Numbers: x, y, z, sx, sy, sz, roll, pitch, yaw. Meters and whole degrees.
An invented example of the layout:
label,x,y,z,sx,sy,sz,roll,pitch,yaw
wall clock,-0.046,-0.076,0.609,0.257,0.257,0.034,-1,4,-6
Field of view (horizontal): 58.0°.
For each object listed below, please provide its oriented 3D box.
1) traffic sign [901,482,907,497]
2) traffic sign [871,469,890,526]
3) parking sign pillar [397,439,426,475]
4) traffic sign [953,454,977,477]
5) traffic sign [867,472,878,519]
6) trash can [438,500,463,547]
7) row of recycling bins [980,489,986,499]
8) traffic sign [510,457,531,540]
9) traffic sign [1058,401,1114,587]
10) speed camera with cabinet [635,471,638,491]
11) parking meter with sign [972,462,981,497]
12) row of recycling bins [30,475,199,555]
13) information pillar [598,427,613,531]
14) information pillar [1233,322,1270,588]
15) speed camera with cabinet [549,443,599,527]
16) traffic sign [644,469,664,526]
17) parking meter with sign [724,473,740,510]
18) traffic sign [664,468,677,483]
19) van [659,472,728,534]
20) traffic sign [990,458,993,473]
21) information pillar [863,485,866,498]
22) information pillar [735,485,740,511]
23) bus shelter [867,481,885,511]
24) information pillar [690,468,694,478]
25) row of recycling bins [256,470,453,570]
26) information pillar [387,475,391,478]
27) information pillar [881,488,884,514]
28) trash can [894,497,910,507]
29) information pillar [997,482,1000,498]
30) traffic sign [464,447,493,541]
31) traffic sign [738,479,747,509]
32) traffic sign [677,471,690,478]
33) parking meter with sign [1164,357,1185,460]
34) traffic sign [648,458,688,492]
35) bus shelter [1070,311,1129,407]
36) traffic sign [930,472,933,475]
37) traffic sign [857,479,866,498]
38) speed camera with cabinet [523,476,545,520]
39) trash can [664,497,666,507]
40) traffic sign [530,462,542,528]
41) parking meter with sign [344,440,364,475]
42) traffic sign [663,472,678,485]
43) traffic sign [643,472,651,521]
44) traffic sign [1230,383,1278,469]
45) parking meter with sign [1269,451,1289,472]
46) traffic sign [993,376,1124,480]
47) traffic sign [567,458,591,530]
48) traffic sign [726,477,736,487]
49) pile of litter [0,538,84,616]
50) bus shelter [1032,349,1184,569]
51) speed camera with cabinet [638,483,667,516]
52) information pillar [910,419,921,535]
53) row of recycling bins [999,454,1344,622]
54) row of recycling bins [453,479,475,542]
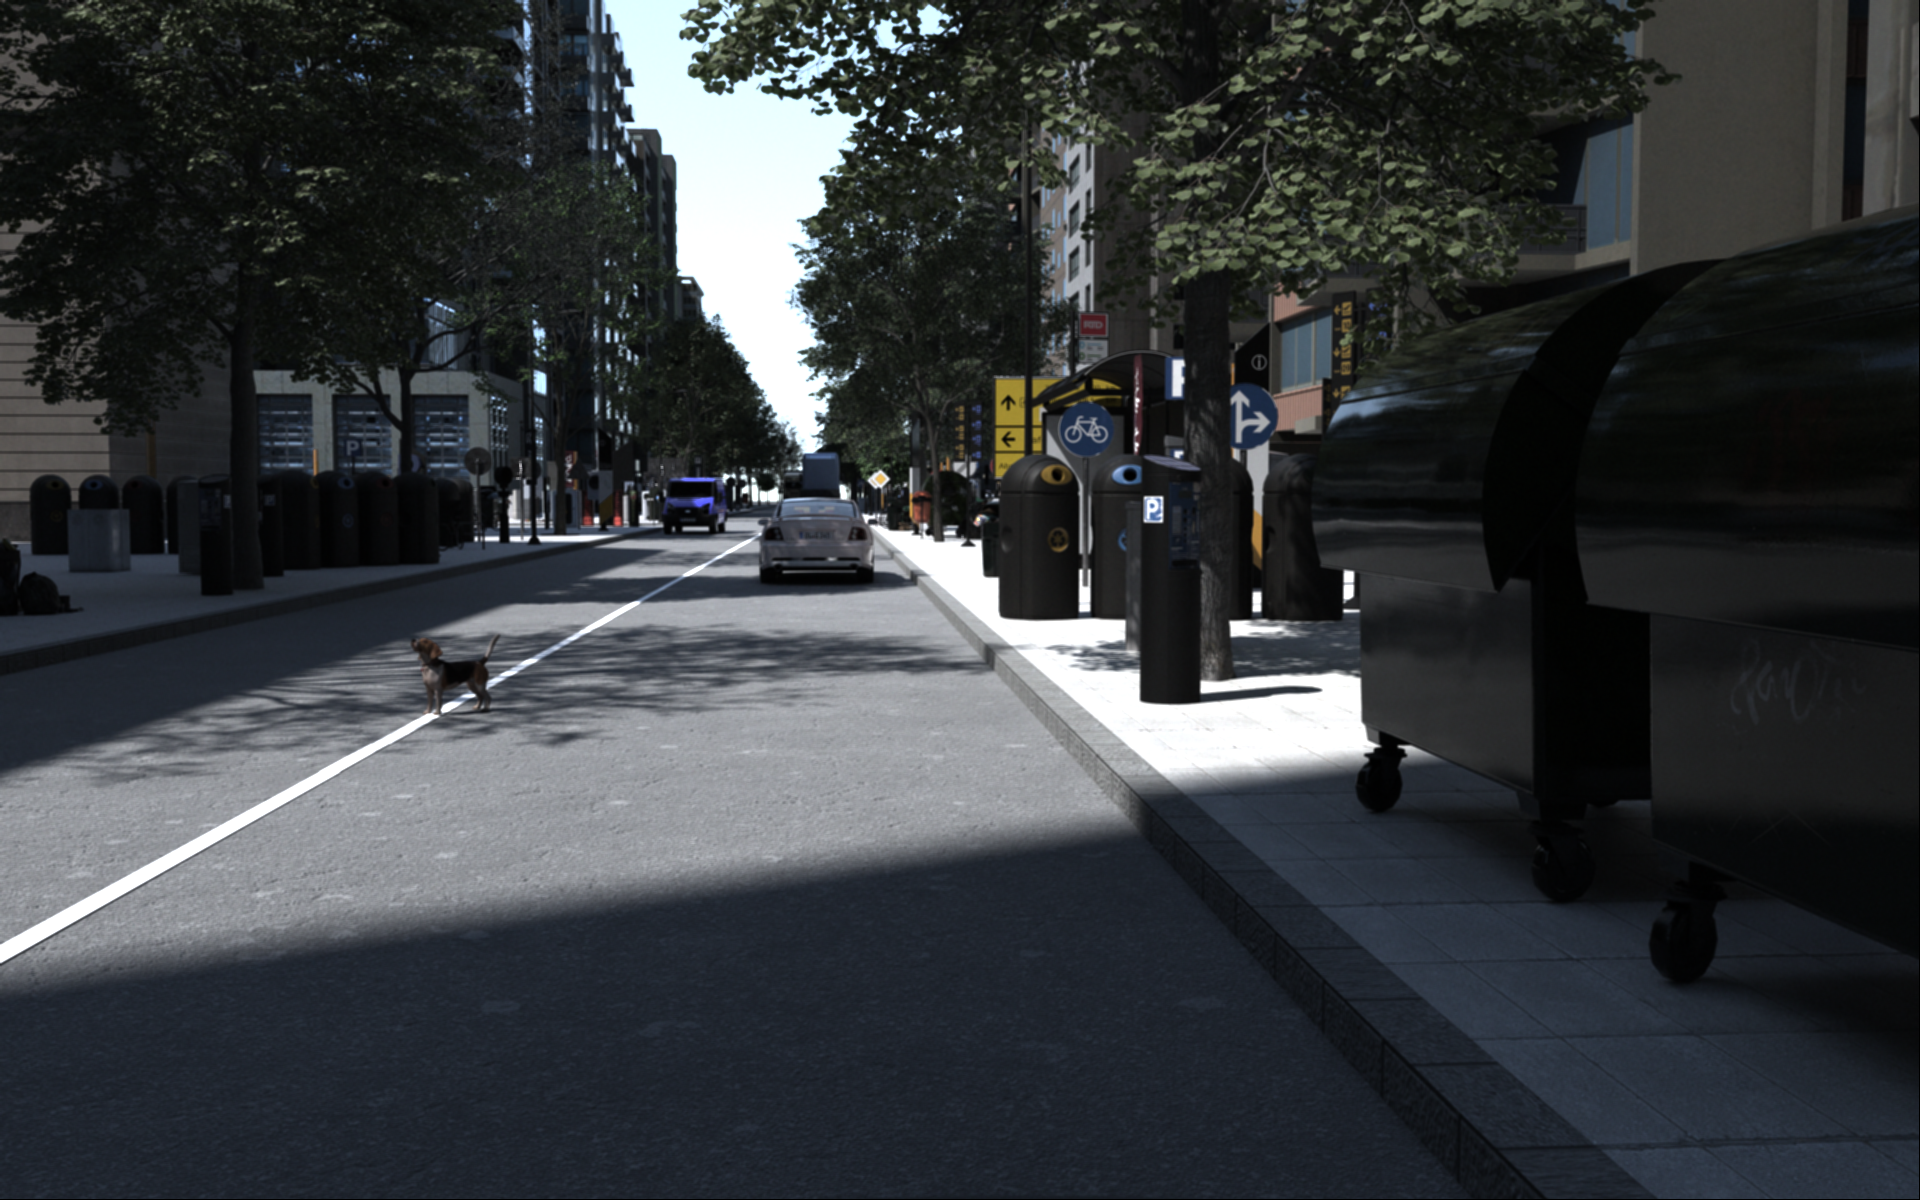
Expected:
label,x,y,z,sx,sy,sz,roll,pitch,yaw
traffic sign,-3.292,-5.834,97.508,0.606,2.300,0.079,0,4,2
traffic sign,-3.197,-4.043,69.751,0.795,2.450,0.064,0,4,-4
parking sign pillar,-26.638,-5.855,84.199,1.447,3.967,1.447,0,4,7
traffic sign,0.148,-3.350,54.879,0.768,2.556,0.104,0,4,4
traffic sign,-3.778,-4.530,77.715,0.795,2.450,0.064,0,4,-4
trash can,-12.555,-1.885,42.481,0.748,1.137,0.748,0,3,0
row of recycling bins,1.122,-7.457,129.030,1.069,1.692,3.534,2,4,30
traffic sign,-12.208,-2.820,48.231,0.606,2.300,0.079,0,4,1
traffic sign,1.737,-1.456,23.910,0.768,2.556,0.104,0,4,0
speed camera with cabinet,-27.875,-9.290,146.228,2.038,3.252,0.660,2,4,27
parking meter with sign,0.733,-5.185,81.040,0.543,3.016,1.738,1,4,9
row of recycling bins,-18.027,-1.837,37.140,3.534,1.692,1.069,-1,4,-11
information pillar,-12.369,-4.222,60.382,0.504,3.616,0.183,0,4,-3
information pillar,3.982,-1.972,23.601,0.504,3.616,0.183,0,4,-6
speed camera with cabinet,-14.645,-4.428,66.727,2.038,3.252,0.660,0,4,5
traffic sign,-12.219,-4.005,69.116,0.795,2.450,0.064,0,4,-4
parking meter with sign,-19.175,-9.023,143.789,1.738,3.016,0.543,2,4,25
traffic sign,-14.387,-5.298,86.625,0.884,2.594,0.081,0,4,-4
van,-9.700,-3.614,63.480,2.240,2.365,5.245,0,4,-3
traffic sign,1.328,-3.343,54.772,0.768,2.556,0.104,0,4,2
information pillar,-7.884,-8.504,143.535,0.304,2.012,0.304,0,4,-6
information pillar,-17.203,-7.916,133.914,0.304,2.012,0.304,-2,4,-35
bus shelter,-6.470,-9.758,137.182,2.179,5.291,8.768,0,4,-4
information pillar,-21.205,-8.912,137.067,0.504,3.616,0.183,3,4,38
row of recycling bins,-10.768,-1.445,30.745,1.069,1.692,3.534,2,4,29
information pillar,-22.544,-3.897,68.215,0.304,2.012,0.304,-1,4,-14
information pillar,-4.943,-7.300,110.703,0.183,3.616,0.504,0,4,1
trash can,-3.109,-4.650,87.684,0.748,1.137,0.748,0,3,0
information pillar,2.509,-6.337,108.109,0.304,2.012,0.304,-3,4,-37
traffic sign,-13.094,-2.874,47.099,0.768,2.556,0.104,0,4,0
traffic sign,-18.561,-9.021,147.604,0.768,2.556,0.104,0,4,-3
traffic sign,-13.717,-5.178,85.837,0.795,2.450,0.064,0,4,-4
parking meter with sign,2.947,-1.628,22.887,0.543,3.016,1.738,0,4,5
traffic sign,-16.285,-6.285,96.628,2.265,3.308,0.079,0,4,1
bus shelter,2.390,-3.551,35.683,2.179,5.291,8.768,0,4,-4
traffic sign,-1.137,-5.394,88.300,0.768,2.556,0.104,0,4,0
traffic sign,-8.372,-8.994,147.157,0.768,2.556,0.104,0,4,-3
speed camera with cabinet,-19.656,-5.360,81.978,0.660,3.252,2.038,3,5,43
trash can,-14.871,-4.720,88.823,0.748,1.137,0.748,0,3,0
traffic sign,-15.974,-3.942,64.564,0.768,2.556,0.104,0,4,1
parking meter with sign,-19.427,-3.667,56.210,0.543,3.016,1.738,0,4,-3
traffic sign,-12.800,-4.492,77.080,0.795,2.450,0.064,0,4,-4
traffic sign,-14.514,-4.829,81.085,0.606,2.300,0.079,0,4,-3
traffic sign,3.262,-1.214,19.955,0.768,2.556,0.104,0,4,1
parking meter with sign,5.389,-2.068,30.073,0.543,3.016,1.738,3,4,39
traffic sign,1.696,-2.206,29.937,2.265,3.308,0.079,0,4,1
traffic sign,-13.675,-3.800,62.140,0.884,2.594,0.081,0,4,3
traffic sign,-17.142,-7.925,129.672,0.768,2.556,0.104,0,4,2
pile of litter,-10.320,-0.274,18.441,1.719,0.858,1.176,-1,4,-21
bus shelter,2.357,-2.024,27.024,2.014,3.302,5.546,0,4,-4
speed camera with cabinet,-17.255,-6.434,99.528,2.038,3.252,0.660,1,4,18
information pillar,-1.402,-3.836,54.075,0.183,3.616,0.504,2,4,30
row of recycling bins,2.156,-0.660,17.902,3.534,1.692,1.069,0,4,4
row of recycling bins,-13.793,-2.325,45.128,1.069,1.692,3.534,1,4,16
